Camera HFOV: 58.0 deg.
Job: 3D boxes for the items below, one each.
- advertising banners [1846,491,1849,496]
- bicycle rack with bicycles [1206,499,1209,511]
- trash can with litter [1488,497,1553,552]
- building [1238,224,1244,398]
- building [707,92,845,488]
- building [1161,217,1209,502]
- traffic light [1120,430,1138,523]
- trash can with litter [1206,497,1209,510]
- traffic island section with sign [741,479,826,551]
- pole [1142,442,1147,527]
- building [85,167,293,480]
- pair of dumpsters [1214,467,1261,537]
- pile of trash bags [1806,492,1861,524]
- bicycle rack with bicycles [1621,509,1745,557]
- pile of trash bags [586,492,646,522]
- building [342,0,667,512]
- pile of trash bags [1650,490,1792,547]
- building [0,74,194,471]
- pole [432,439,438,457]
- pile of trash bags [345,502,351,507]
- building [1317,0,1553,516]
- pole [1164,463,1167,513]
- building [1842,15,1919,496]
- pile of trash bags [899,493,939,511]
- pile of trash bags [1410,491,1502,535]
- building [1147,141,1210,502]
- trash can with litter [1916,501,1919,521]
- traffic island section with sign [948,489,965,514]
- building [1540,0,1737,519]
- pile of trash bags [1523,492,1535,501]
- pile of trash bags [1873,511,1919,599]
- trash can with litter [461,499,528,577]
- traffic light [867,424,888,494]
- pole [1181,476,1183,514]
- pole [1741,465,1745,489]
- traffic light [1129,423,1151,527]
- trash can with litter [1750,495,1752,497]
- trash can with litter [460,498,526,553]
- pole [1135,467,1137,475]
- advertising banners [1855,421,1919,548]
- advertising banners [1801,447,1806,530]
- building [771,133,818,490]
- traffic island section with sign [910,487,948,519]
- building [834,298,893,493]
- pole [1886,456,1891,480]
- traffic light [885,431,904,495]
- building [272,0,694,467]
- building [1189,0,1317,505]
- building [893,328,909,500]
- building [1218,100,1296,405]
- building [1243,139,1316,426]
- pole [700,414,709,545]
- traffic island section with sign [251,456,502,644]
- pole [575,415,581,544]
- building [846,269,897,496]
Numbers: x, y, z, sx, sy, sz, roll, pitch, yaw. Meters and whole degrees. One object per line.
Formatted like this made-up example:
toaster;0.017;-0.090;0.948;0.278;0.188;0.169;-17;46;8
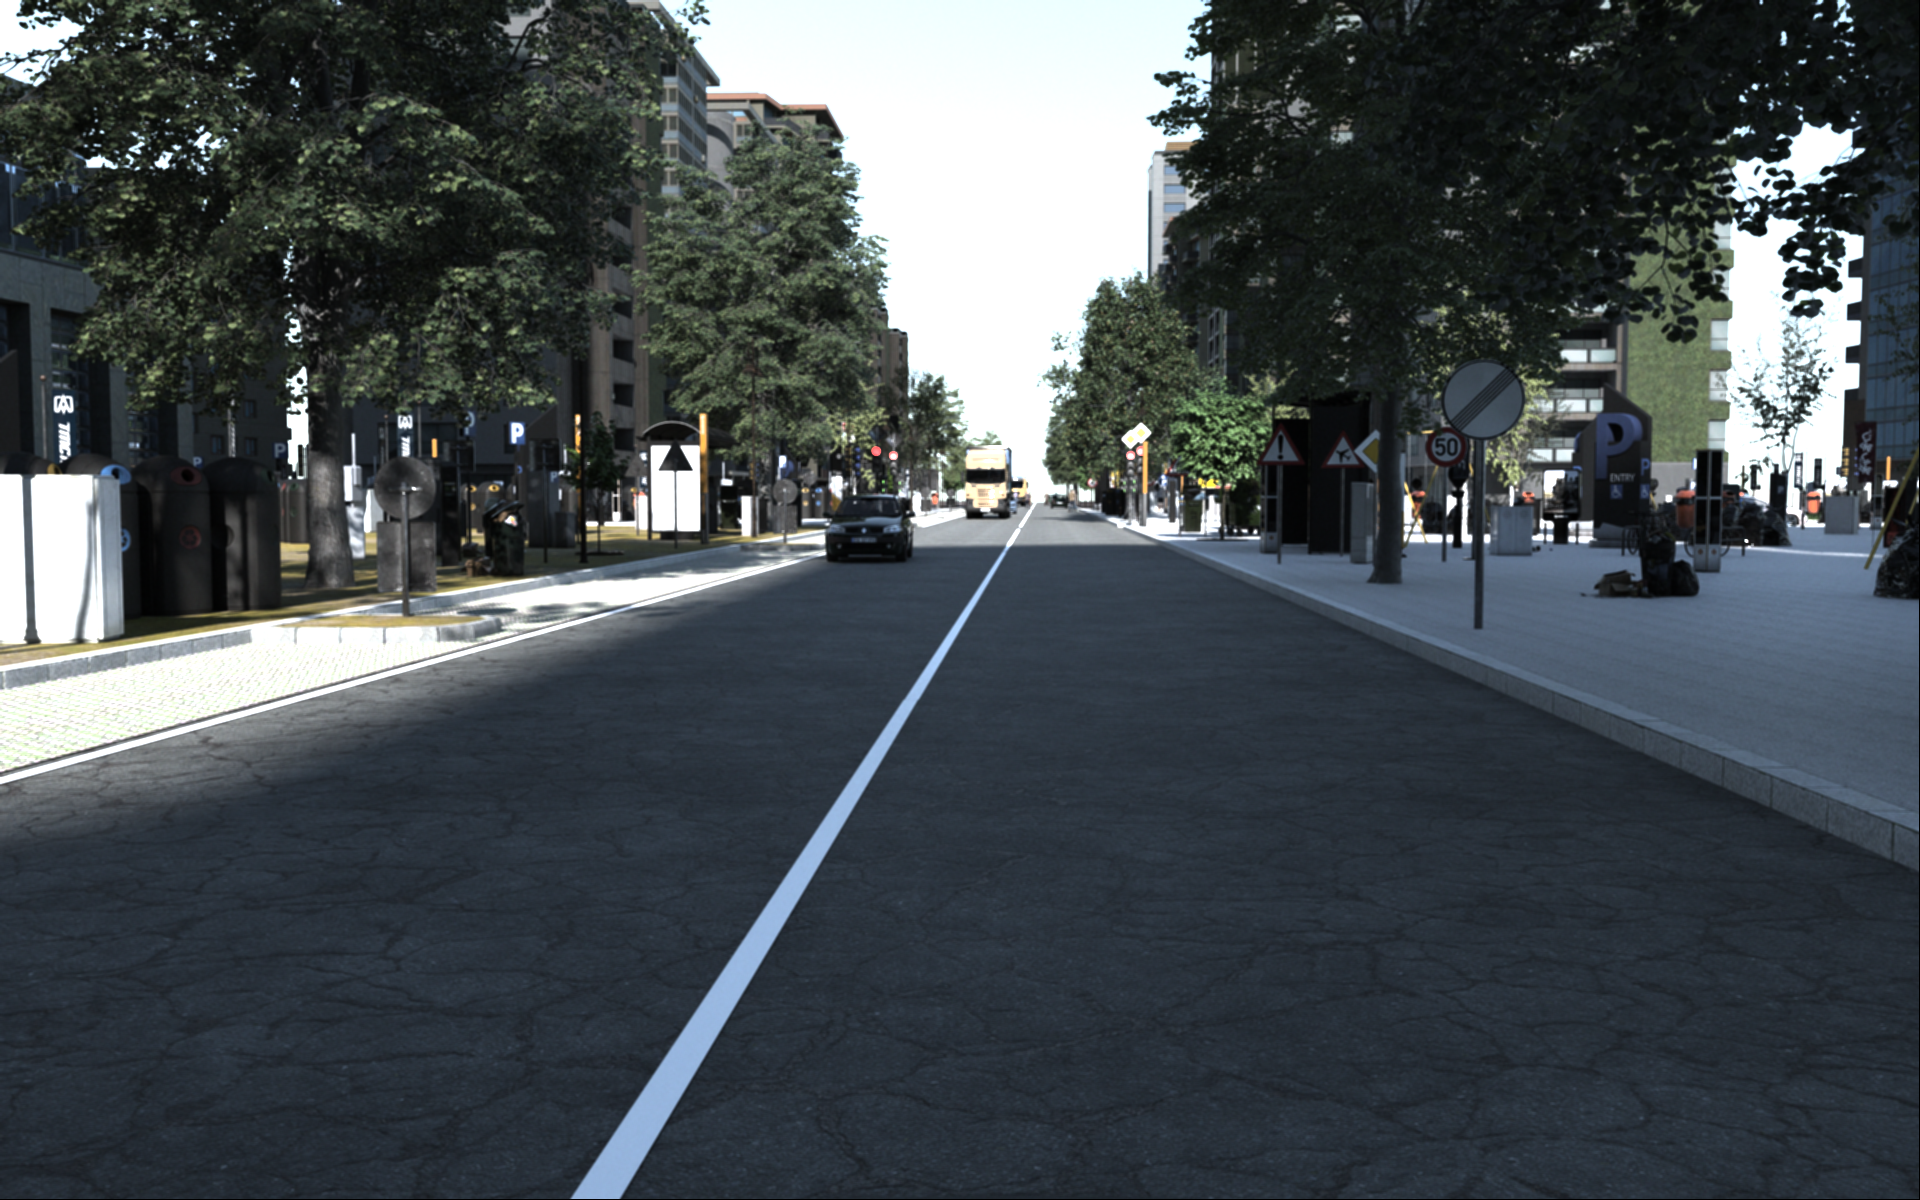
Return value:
advertising banners;32.788;-4.102;63.257;2.074;3.025;0.090;-3;5;-45
bicycle rack with bicycles;18.273;-6.499;119.639;2.852;0.926;2.925;-1;4;-16
trash can with litter;12.605;-1.727;39.288;1.678;1.210;2.233;1;4;10
building;34.131;-24.332;169.527;14.160;30.474;14.107;0;4;3
building;-24.587;-32.835;191.470;22.147;44.769;28.867;0;4;3
building;42.456;-37.430;266.608;22.147;44.769;28.867;0;4;3
traffic light;7.491;-5.348;76.366;0.839;4.253;0.868;0;4;3
trash can with litter;19.910;-7.824;139.309;1.055;1.170;0.624;-2;4;-28
traffic island section with sign;-4.483;-2.183;44.321;1.989;1.847;2.006;0;4;3
pole;7.206;-4.508;67.547;0.158;3.312;0.155;0;3;0
building;-61.606;-16.037;107.245;28.899;21.520;27.650;0;4;3
pair of dumpsters;8.828;-3.117;53.455;1.574;2.255;4.437;0;4;3
pile of trash bags;38.130;-4.002;75.181;3.447;1.369;1.912;-1;4;-21
bicycle rack with bicycles;14.810;-1.379;35.922;2.925;0.926;2.852;-3;5;-43
pile of trash bags;-15.941;-4.309;80.206;3.447;1.369;1.912;2;4;28
building;-25.087;-19.945;97.803;14.160;30.474;14.107;0;4;3
pile of trash bags;18.823;-2.017;42.729;3.447;1.369;1.912;-2;4;-32
building;-41.118;-44.721;43.855;31.000;86.520;22.319;0;4;3
pole;-19.442;-4.304;64.219;0.158;3.312;0.155;0;3;0
pile of trash bags;-23.198;-3.177;61.696;3.447;1.369;1.912;-2;4;-33
building;31.730;-26.747;120.904;14.154;41.232;14.086;0;4;3
pole;13.679;-7.425;115.245;0.158;3.312;0.155;0;3;0
building;58.817;-27.139;93.838;14.200;45.320;14.600;0;4;3
pile of trash bags;-3.416;-7.884;138.649;3.447;1.369;1.912;0;4;3
pile of trash bags;15.656;-2.832;56.062;1.912;1.369;3.447;-1;4;-20
building;42.341;-46.042;294.790;21.231;58.520;28.212;0;4;3
trash can with litter;18.419;-1.300;32.313;2.233;1.210;1.678;-1;4;-23
traffic island section with sign;-0.626;-7.226;126.777;1.989;1.847;2.006;0;4;3
building;32.255;-25.073;93.540;14.086;41.232;14.154;0;4;3
pile of trash bags;23.517;-4.060;76.129;3.447;1.369;1.912;0;3;0
pile of trash bags;13.182;-0.691;21.049;3.447;1.369;1.912;0;4;0
trash can with litter;-7.295;-0.959;27.064;1.055;1.170;0.624;1;4;13
traffic light;-3.283;-4.889;68.858;0.839;4.253;0.868;0;4;3
pole;14.472;-7.298;113.172;0.158;3.312;0.155;0;3;0
pole;54.404;-7.738;120.351;0.158;3.312;0.155;0;3;0
traffic light;7.118;-4.860;68.390;0.839;4.253;0.868;0;4;3
trash can with litter;40.849;-4.812;89.733;1.678;1.210;2.233;2;4;28
trash can with litter;-10.640;-1.633;37.757;2.233;1.210;1.678;0;4;-6
pole;11.722;-7.461;115.830;0.158;3.312;0.155;0;3;0
advertising banners;22.315;-2.755;41.227;0.090;3.025;2.074;-3;5;-39
advertising banners;30.850;-4.109;63.372;0.090;3.025;2.074;2;4;23
building;-30.328;-28.937;165.006;32.217;40.220;23.993;0;4;3
traffic island section with sign;-1.900;-5.548;99.334;1.989;1.847;2.006;0;4;3
building;-18.110;-29.743;258.005;14.160;30.474;14.107;0;4;3
pole;50.323;-6.122;93.930;0.158;3.312;0.155;0;3;0
traffic light;-2.910;-5.377;76.834;0.839;4.253;0.868;0;4;3
building;-32.726;-27.018;133.618;32.217;40.220;23.993;0;4;3
building;37.888;-46.605;200.244;20.563;71.187;20.611;0;4;3
building;-16.246;-32.067;295.989;14.160;30.474;14.107;0;4;3
building;34.317;-30.562;183.276;14.154;41.232;14.086;0;4;3
building;31.666;-22.729;143.315;14.160;30.474;14.107;0;4;3
pole;-6.500;-3.070;44.033;0.158;3.312;0.155;0;3;0
traffic island section with sign;-5.738;-0.536;17.395;1.989;1.847;2.006;0;4;3
pole;-9.796;-3.105;44.608;0.158;3.312;0.155;0;3;0
building;-26.074;-35.794;277.114;32.217;40.220;23.993;0;4;3
